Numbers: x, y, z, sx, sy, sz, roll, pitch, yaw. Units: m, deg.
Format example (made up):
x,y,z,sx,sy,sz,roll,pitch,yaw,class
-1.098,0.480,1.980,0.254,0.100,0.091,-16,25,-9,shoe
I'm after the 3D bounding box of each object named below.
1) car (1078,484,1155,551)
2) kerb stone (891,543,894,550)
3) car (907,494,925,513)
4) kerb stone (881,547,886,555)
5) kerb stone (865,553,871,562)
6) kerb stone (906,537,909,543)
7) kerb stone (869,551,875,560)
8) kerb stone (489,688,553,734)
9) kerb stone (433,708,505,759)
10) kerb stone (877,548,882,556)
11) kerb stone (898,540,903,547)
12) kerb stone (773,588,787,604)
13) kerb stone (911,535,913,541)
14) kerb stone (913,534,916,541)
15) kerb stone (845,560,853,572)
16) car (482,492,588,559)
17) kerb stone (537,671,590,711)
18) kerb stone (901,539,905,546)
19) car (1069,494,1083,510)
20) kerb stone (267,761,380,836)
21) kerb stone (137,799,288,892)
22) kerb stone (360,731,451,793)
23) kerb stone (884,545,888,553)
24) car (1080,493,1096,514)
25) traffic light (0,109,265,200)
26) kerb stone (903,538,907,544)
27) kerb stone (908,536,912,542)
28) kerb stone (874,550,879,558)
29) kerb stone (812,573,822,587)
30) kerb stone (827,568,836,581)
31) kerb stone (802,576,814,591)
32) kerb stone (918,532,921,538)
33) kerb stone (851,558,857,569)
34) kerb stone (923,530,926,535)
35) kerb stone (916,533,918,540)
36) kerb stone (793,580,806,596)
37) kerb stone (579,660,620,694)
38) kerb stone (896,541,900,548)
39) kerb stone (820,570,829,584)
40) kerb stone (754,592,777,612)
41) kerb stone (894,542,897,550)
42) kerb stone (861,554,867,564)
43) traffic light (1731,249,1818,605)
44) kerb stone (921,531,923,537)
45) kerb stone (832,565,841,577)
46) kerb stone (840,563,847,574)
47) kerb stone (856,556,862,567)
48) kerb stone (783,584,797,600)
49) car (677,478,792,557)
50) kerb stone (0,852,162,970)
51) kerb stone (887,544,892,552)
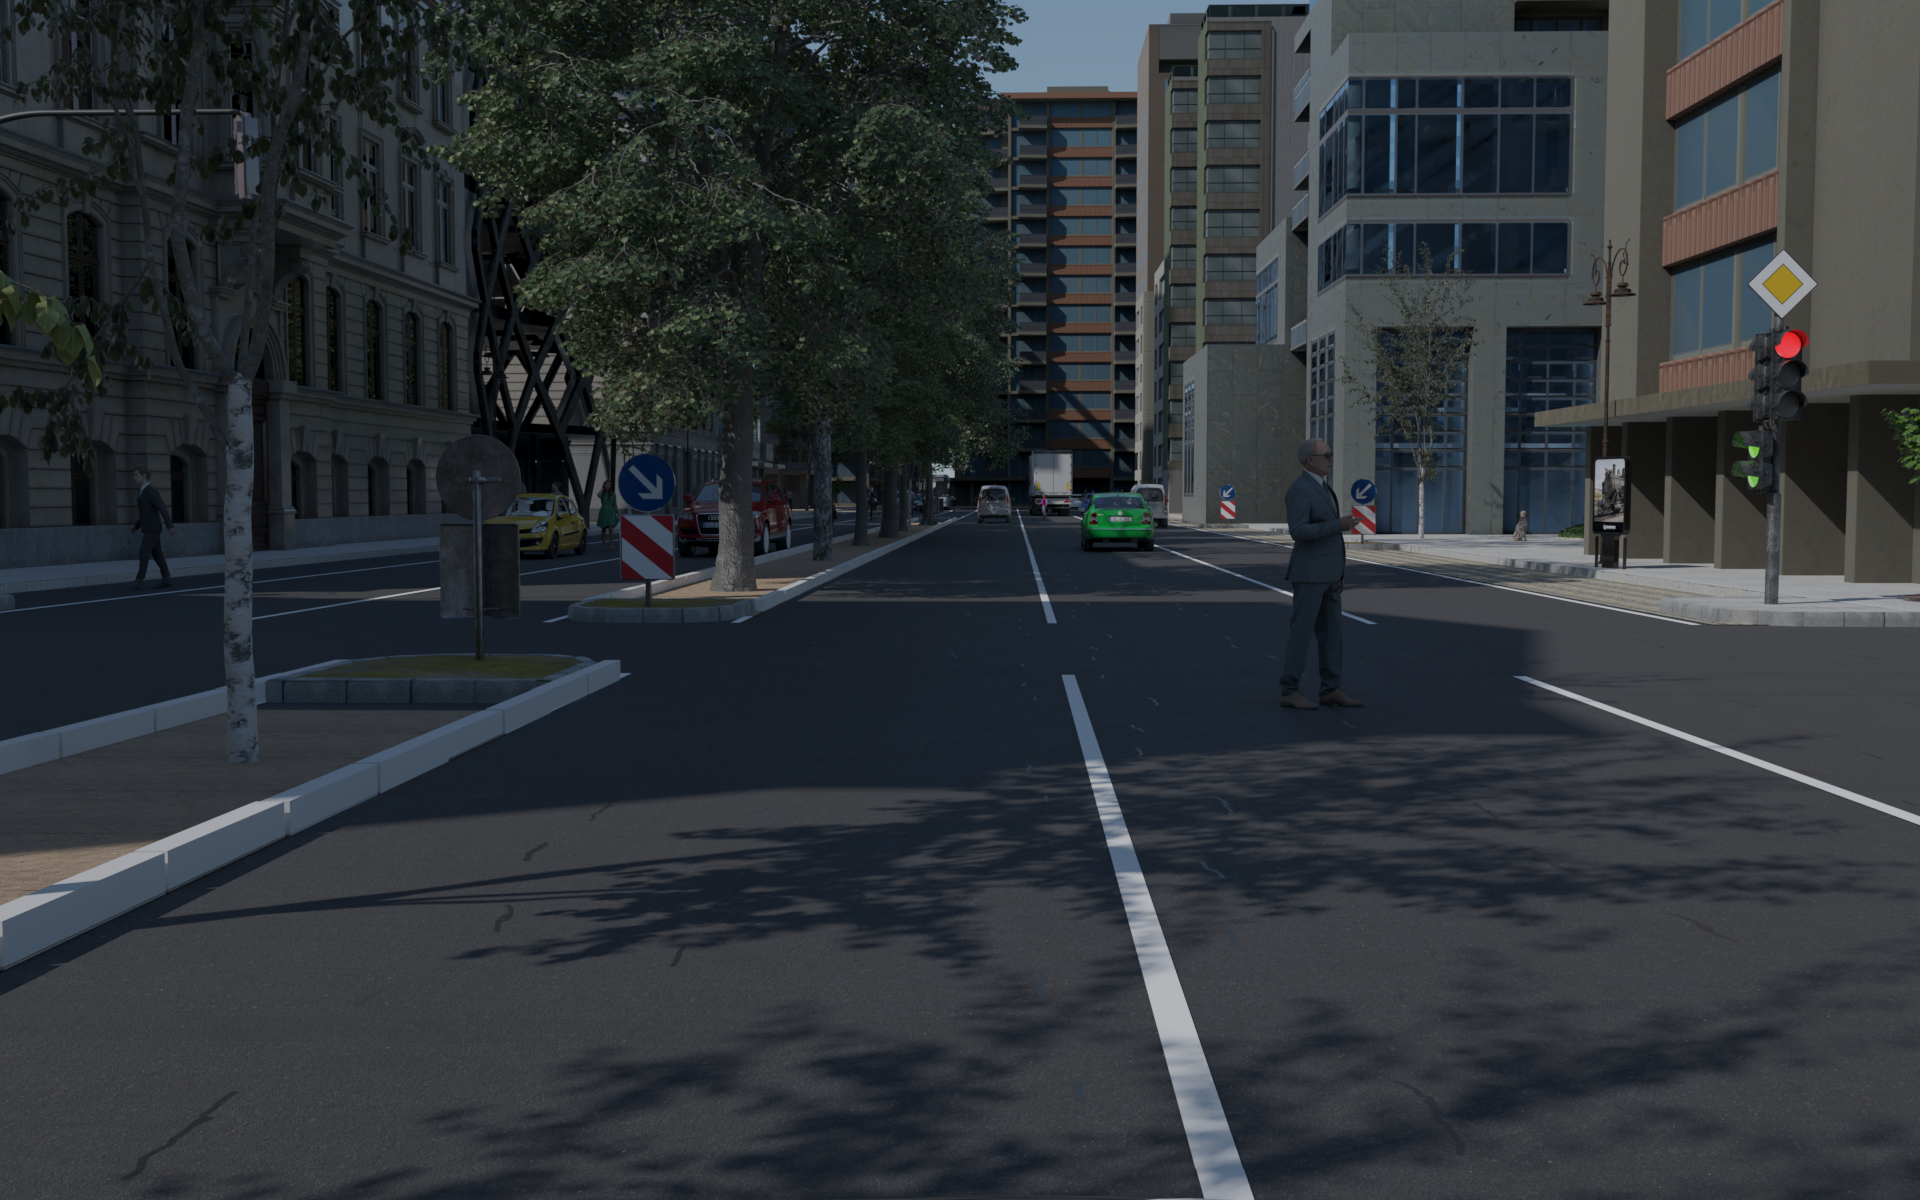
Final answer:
x,y,z,sx,sy,sz,roll,pitch,yaw,class
4.039,-2.202,44.799,1.959,1.807,4.718,0,4,3,car
-1.788,-1.277,43.071,0.120,0.150,1.000,0,4,2,kerb stone
-3.469,-7.317,129.418,2.009,1.686,4.222,0,4,3,car
-1.874,-1.089,40.001,0.120,0.150,1.000,0,4,2,kerb stone
-2.003,-0.838,35.903,0.120,0.150,1.000,0,4,2,kerb stone
-1.597,-1.648,49.223,0.120,0.150,1.000,0,4,2,kerb stone
-1.976,-0.901,36.928,0.120,0.150,1.000,0,4,2,kerb stone
-2.756,0.695,10.834,0.120,0.150,1.000,0,4,2,kerb stone
-2.801,0.764,9.810,0.120,0.150,1.000,0,4,2,kerb stone
-1.914,-1.025,38.979,0.120,0.150,1.000,0,4,2,kerb stone
-1.688,-1.464,46.137,0.120,0.150,1.000,0,4,2,kerb stone
-2.414,-0.024,22.596,0.120,0.150,1.000,0,4,2,kerb stone
-1.541,-1.776,51.273,0.120,0.150,1.000,0,4,2,kerb stone
-1.504,-1.841,52.299,0.120,0.150,1.000,0,4,2,kerb stone
-2.126,-0.587,31.801,0.120,0.150,1.000,0,4,2,kerb stone
-9.757,-1.793,39.546,2.015,1.641,3.980,0,4,2,car
-2.736,0.632,11.855,0.120,0.150,1.000,0,4,2,kerb stone
-1.658,-1.524,47.158,0.120,0.150,1.000,0,4,2,kerb stone
10.526,-8.816,156.143,2.014,1.417,4.499,0,4,2,car
-2.853,0.887,7.760,0.120,0.150,1.000,0,4,2,kerb stone
-2.894,0.946,6.731,0.120,0.150,1.000,0,4,2,kerb stone
-2.818,0.821,8.786,0.120,0.150,1.000,0,4,2,kerb stone
-1.856,-1.151,41.025,0.120,0.150,1.000,0,4,2,kerb stone
9.696,-7.115,125.919,1.945,1.707,3.694,0,4,0,car
-10.732,-2.814,20.676,4.771,5.953,1.251,0,4,2,traffic light
-1.630,-1.590,48.193,0.120,0.150,1.000,0,4,2,kerb stone
-1.567,-1.716,50.244,0.120,0.150,1.000,0,4,2,kerb stone
-1.935,-0.964,37.950,0.120,0.150,1.000,0,4,2,kerb stone
-2.288,-0.272,26.688,0.120,0.150,1.000,0,4,2,kerb stone
-2.218,-0.399,28.731,0.120,0.150,1.000,0,4,2,kerb stone
-2.318,-0.212,25.666,0.120,0.150,1.000,0,4,2,kerb stone
-1.406,-2.023,55.376,0.120,0.150,1.000,0,4,2,kerb stone
-2.097,-0.646,32.830,0.120,0.150,1.000,0,4,2,kerb stone
-1.319,-2.214,58.442,0.120,0.150,1.000,0,4,2,kerb stone
-1.467,-1.904,53.329,0.120,0.150,1.000,0,4,2,kerb stone
-2.345,-0.150,24.640,0.120,0.150,1.000,0,4,2,kerb stone
-2.700,0.570,12.882,0.120,0.150,1.000,0,4,2,kerb stone
-1.722,-1.402,45.115,0.120,0.150,1.000,0,4,2,kerb stone
-2.255,-0.335,27.709,0.120,0.150,1.000,0,4,2,kerb stone
-2.438,0.038,21.573,0.120,0.150,1.000,0,4,2,kerb stone
-1.751,-1.339,44.093,0.120,0.150,1.000,0,4,2,kerb stone
-2.035,-0.776,34.878,0.120,0.150,1.000,0,4,2,kerb stone
9.425,-1.904,20.047,0.839,4.253,0.868,0,4,2,traffic light
-1.383,-2.092,56.399,0.120,0.150,1.000,0,4,2,kerb stone
-2.190,-0.458,29.753,0.120,0.150,1.000,0,4,2,kerb stone
-2.166,-0.521,30.779,0.120,0.150,1.000,0,4,2,kerb stone
-2.062,-0.713,33.856,0.120,0.150,1.000,0,4,2,kerb stone
-2.375,-0.087,23.617,0.120,0.150,1.000,0,4,2,kerb stone
-5.321,-2.000,41.375,2.281,1.827,5.304,0,4,4,car
-2.922,1.009,5.707,0.120,0.150,1.000,0,4,2,kerb stone
-1.817,-1.214,42.050,0.120,0.150,1.000,0,4,2,kerb stone
